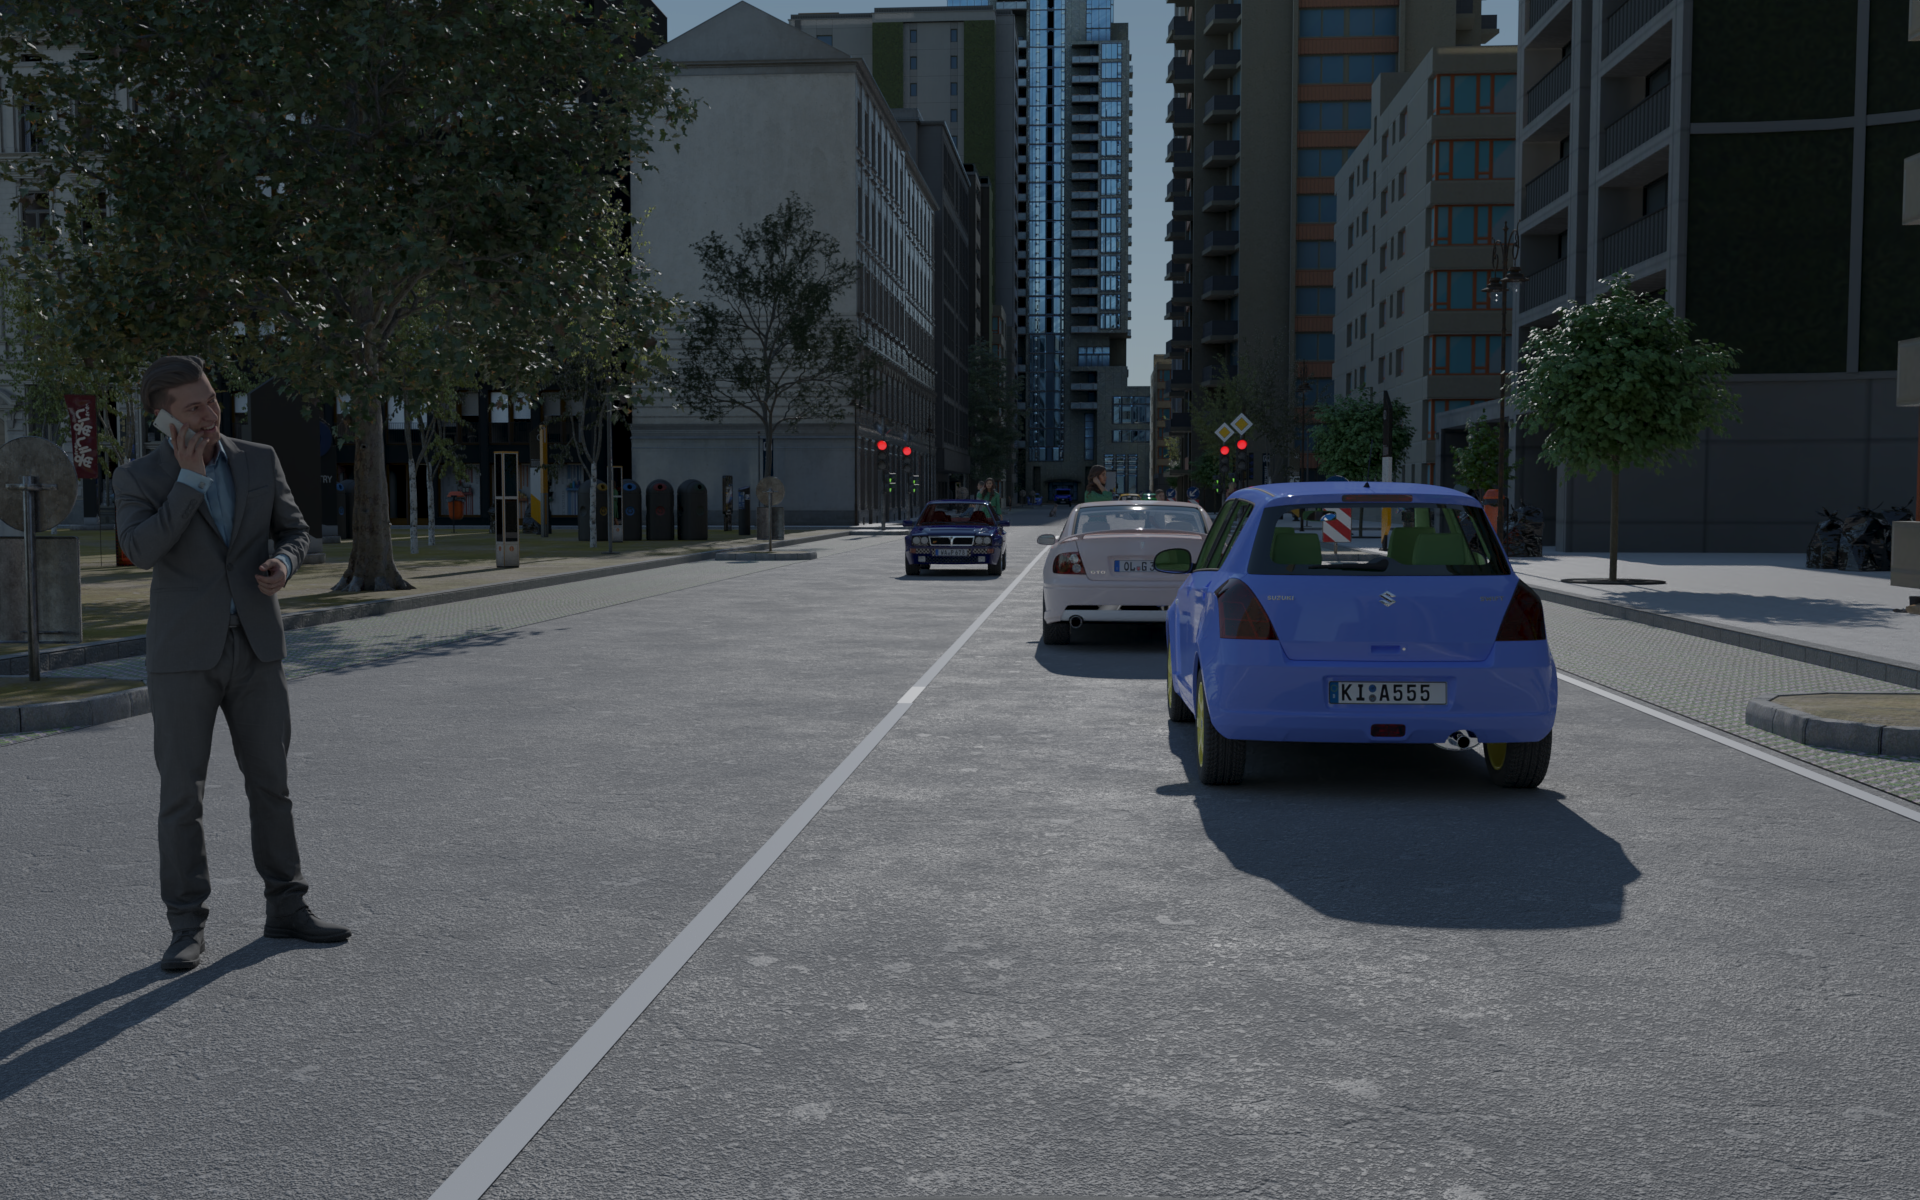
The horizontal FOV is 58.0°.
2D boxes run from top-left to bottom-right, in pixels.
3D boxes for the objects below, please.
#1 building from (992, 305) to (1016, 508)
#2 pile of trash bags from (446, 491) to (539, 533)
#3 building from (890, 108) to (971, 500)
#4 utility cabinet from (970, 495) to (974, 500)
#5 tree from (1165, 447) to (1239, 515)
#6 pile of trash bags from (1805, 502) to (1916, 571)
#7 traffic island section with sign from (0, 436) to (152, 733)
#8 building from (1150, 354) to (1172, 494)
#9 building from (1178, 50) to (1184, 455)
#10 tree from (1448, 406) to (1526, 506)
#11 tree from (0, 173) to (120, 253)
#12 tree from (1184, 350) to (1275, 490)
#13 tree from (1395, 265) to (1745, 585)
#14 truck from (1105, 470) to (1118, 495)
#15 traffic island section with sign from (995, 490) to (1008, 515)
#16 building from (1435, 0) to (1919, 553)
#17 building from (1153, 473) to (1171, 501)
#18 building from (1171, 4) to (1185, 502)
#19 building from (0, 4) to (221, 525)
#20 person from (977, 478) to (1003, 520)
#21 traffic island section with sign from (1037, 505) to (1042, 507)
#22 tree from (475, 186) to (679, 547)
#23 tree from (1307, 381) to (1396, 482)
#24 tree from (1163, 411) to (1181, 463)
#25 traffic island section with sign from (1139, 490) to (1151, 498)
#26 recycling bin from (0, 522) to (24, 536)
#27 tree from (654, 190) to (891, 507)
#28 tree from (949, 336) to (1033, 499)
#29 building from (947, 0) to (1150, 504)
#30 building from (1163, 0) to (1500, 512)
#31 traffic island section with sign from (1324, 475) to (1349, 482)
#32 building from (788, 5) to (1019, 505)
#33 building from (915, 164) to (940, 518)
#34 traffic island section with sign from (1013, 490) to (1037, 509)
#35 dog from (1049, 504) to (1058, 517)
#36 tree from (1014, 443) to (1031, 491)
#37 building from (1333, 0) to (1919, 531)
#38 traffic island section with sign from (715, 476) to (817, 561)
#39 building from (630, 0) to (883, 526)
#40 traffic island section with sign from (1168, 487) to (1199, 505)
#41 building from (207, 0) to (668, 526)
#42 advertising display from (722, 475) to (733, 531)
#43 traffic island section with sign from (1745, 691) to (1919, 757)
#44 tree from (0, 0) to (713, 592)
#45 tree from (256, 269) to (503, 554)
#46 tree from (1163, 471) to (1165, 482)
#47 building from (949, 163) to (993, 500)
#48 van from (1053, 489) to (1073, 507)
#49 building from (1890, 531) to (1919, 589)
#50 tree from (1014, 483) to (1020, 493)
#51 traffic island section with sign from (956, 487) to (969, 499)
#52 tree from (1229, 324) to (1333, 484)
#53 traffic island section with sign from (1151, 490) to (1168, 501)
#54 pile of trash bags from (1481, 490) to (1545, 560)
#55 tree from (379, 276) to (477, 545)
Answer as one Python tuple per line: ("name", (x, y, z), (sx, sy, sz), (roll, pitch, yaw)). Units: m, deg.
("building", (-8.863, -20.119, 173.988), (27.650, 21.520, 28.899), (0, 4, 4))
("pile of trash bags", (-15.202, -2.890, 57.012), (3.447, 1.369, 1.912), (0, 4, 2))
("building", (-7.203, -19.828, 117.692), (14.314, 27.812, 24.014), (0, 4, 4))
("utility cabinet", (0.910, -7.604, 135.493), (0.306, 1.237, 1.020), (0, 4, 6))
("tree", (16.141, -7.668, 109.083), (4.285, 4.588, 4.351), (0, 3, 0))
("pile of trash bags", (16.306, -1.193, 29.264), (3.447, 1.369, 1.912), (1, 4, 9))
("traffic island section with sign", (-6.313, -0.153, 11.137), (1.989, 1.847, 2.006), (0, 4, 4))
("building", (41.184, -24.093, 238.963), (28.899, 21.520, 27.650), (0, 4, 4))
("building", (27.675, -31.260, 161.206), (14.600, 45.320, 14.200), (0, 4, 4))
("tree", (11.664, -2.673, 38.302), (1.663, 3.219, 1.824), (0, 3, 0))
("tree", (-17.460, -5.212, 35.578), (4.737, 8.622, 4.395), (0, 3, 0))
("tree", (13.778, -8.418, 88.004), (4.737, 8.622, 4.395), (0, 3, 0))
("tree", (9.405, -2.528, 25.045), (4.285, 4.588, 4.351), (0, 3, 0))
("truck", (17.273, -13.193, 204.615), (2.839, 4.237, 11.283), (0, 4, 5))
("traffic island section with sign", (2.349, -6.876, 121.053), (1.989, 1.847, 2.006), (0, 4, 4))
("building", (23.818, -36.779, 39.587), (20.563, 71.187, 20.611), (0, 4, 4))
("building", (33.847, -46.933, 205.605), (20.563, 71.187, 20.611), (0, 4, 4))
("building", (32.866, -39.121, 181.628), (21.231, 58.520, 28.212), (0, 4, 4))
("building", (-40.232, -15.148, 76.542), (19.941, 23.489, 11.050), (0, 4, 4))
("person", (0.675, -1.873, 39.374), (0.600, 1.795, 0.529), (0, 3, 0))
("traffic island section with sign", (8.371, -11.551, 197.487), (1.989, 1.847, 2.006), (0, 4, 4))
("tree", (-8.816, -5.587, 41.705), (4.360, 8.622, 3.978), (0, 3, 0))
("tree", (11.667, -4.086, 50.514), (4.285, 4.588, 4.351), (0, 3, 0))
("tree", (19.377, -12.235, 150.403), (4.360, 8.622, 3.978), (0, 3, 0))
("traffic island section with sign", (20.584, -11.548, 197.437), (1.989, 1.847, 2.006), (0, 4, 4))
("recycling bin", (-20.967, -1.573, 38.276), (0.722, 1.027, 0.722), (0, 4, -4))
("tree", (-5.597, -7.223, 52.505), (7.601, 10.594, 8.767), (-2, 4, -24))
("tree", (0.627, -14.183, 138.550), (9.857, 13.997, 8.962), (0, 3, 0))
("building", (10.350, -56.516, 236.708), (31.000, 86.520, 22.319), (0, 4, 4))
("building", (26.365, -28.889, 126.959), (22.147, 44.769, 28.867), (0, 4, 4))
("traffic island section with sign", (7.983, -1.778, 37.692), (1.989, 1.847, 2.006), (0, 4, 4))
("building", (-7.200, -40.827, 209.518), (28.212, 58.520, 21.231), (0, 4, 4))
("building", (-6.806, -15.134, 96.595), (9.793, 20.994, 18.267), (0, 4, 4))
("traffic island section with sign", (6.260, -9.907, 170.615), (1.989, 1.847, 2.006), (0, 4, 4))
("dog", (5.744, -5.629, 108.870), (0.800, 0.831, 0.513), (0, 4, 7))
("tree", (5.672, -14.739, 191.347), (4.360, 8.622, 3.978), (0, 3, 0))
("building", (33.720, -14.362, 79.855), (28.899, 21.520, 27.650), (0, 4, 4))
("traffic island section with sign", (-4.197, -1.797, 38.009), (1.989, 1.847, 2.006), (0, 4, 4))
("building", (-8.025, -14.021, 78.402), (9.793, 20.994, 18.267), (0, 4, 4))
("traffic island section with sign", (12.328, -5.141, 92.687), (1.989, 1.847, 2.006), (0, 4, 4))
("building", (-21.954, -15.044, 75.644), (15.834, 23.373, 12.332), (0, 4, 4))
("advertising display", (-8.026, -3.340, 59.829), (0.123, 1.923, 0.974), (0, 4, 7))
("traffic island section with sign", (5.822, -0.094, 10.173), (1.989, 1.847, 2.006), (0, 4, 4))
("tree", (-8.000, -6.480, 22.955), (9.611, 12.733, 9.660), (0, 3, 0))
("tree", (-11.512, -5.299, 37.005), (4.737, 8.622, 4.395), (0, 3, 0))
("tree", (18.765, -9.901, 145.600), (4.285, 4.588, 4.351), (0, 3, 0))
("building", (-4.574, -23.219, 151.339), (14.160, 30.474, 14.107), (0, 4, 4))
("van", (11.574, -11.619, 194.351), (2.240, 2.365, 5.245), (0, 4, 4))
("building", (25.689, -9.977, 8.162), (27.650, 21.520, 28.899), (0, 4, 4))
("tree", (5.842, -12.455, 198.235), (1.663, 3.219, 1.824), (0, 3, 0))
("traffic island section with sign", (0.182, -5.192, 93.516), (1.989, 1.847, 2.006), (0, 4, 4))
("tree", (13.697, -7.633, 75.155), (4.360, 8.622, 3.978), (0, 3, 0))
("traffic island section with sign", (14.476, -6.809, 119.956), (1.989, 1.847, 2.006), (0, 4, 4))
("pile of trash bags", (10.942, -1.568, 35.383), (1.912, 1.369, 3.447), (1, 4, 17))
("tree", (-13.263, -5.656, 42.842), (4.360, 8.622, 3.978), (0, 3, 0))
